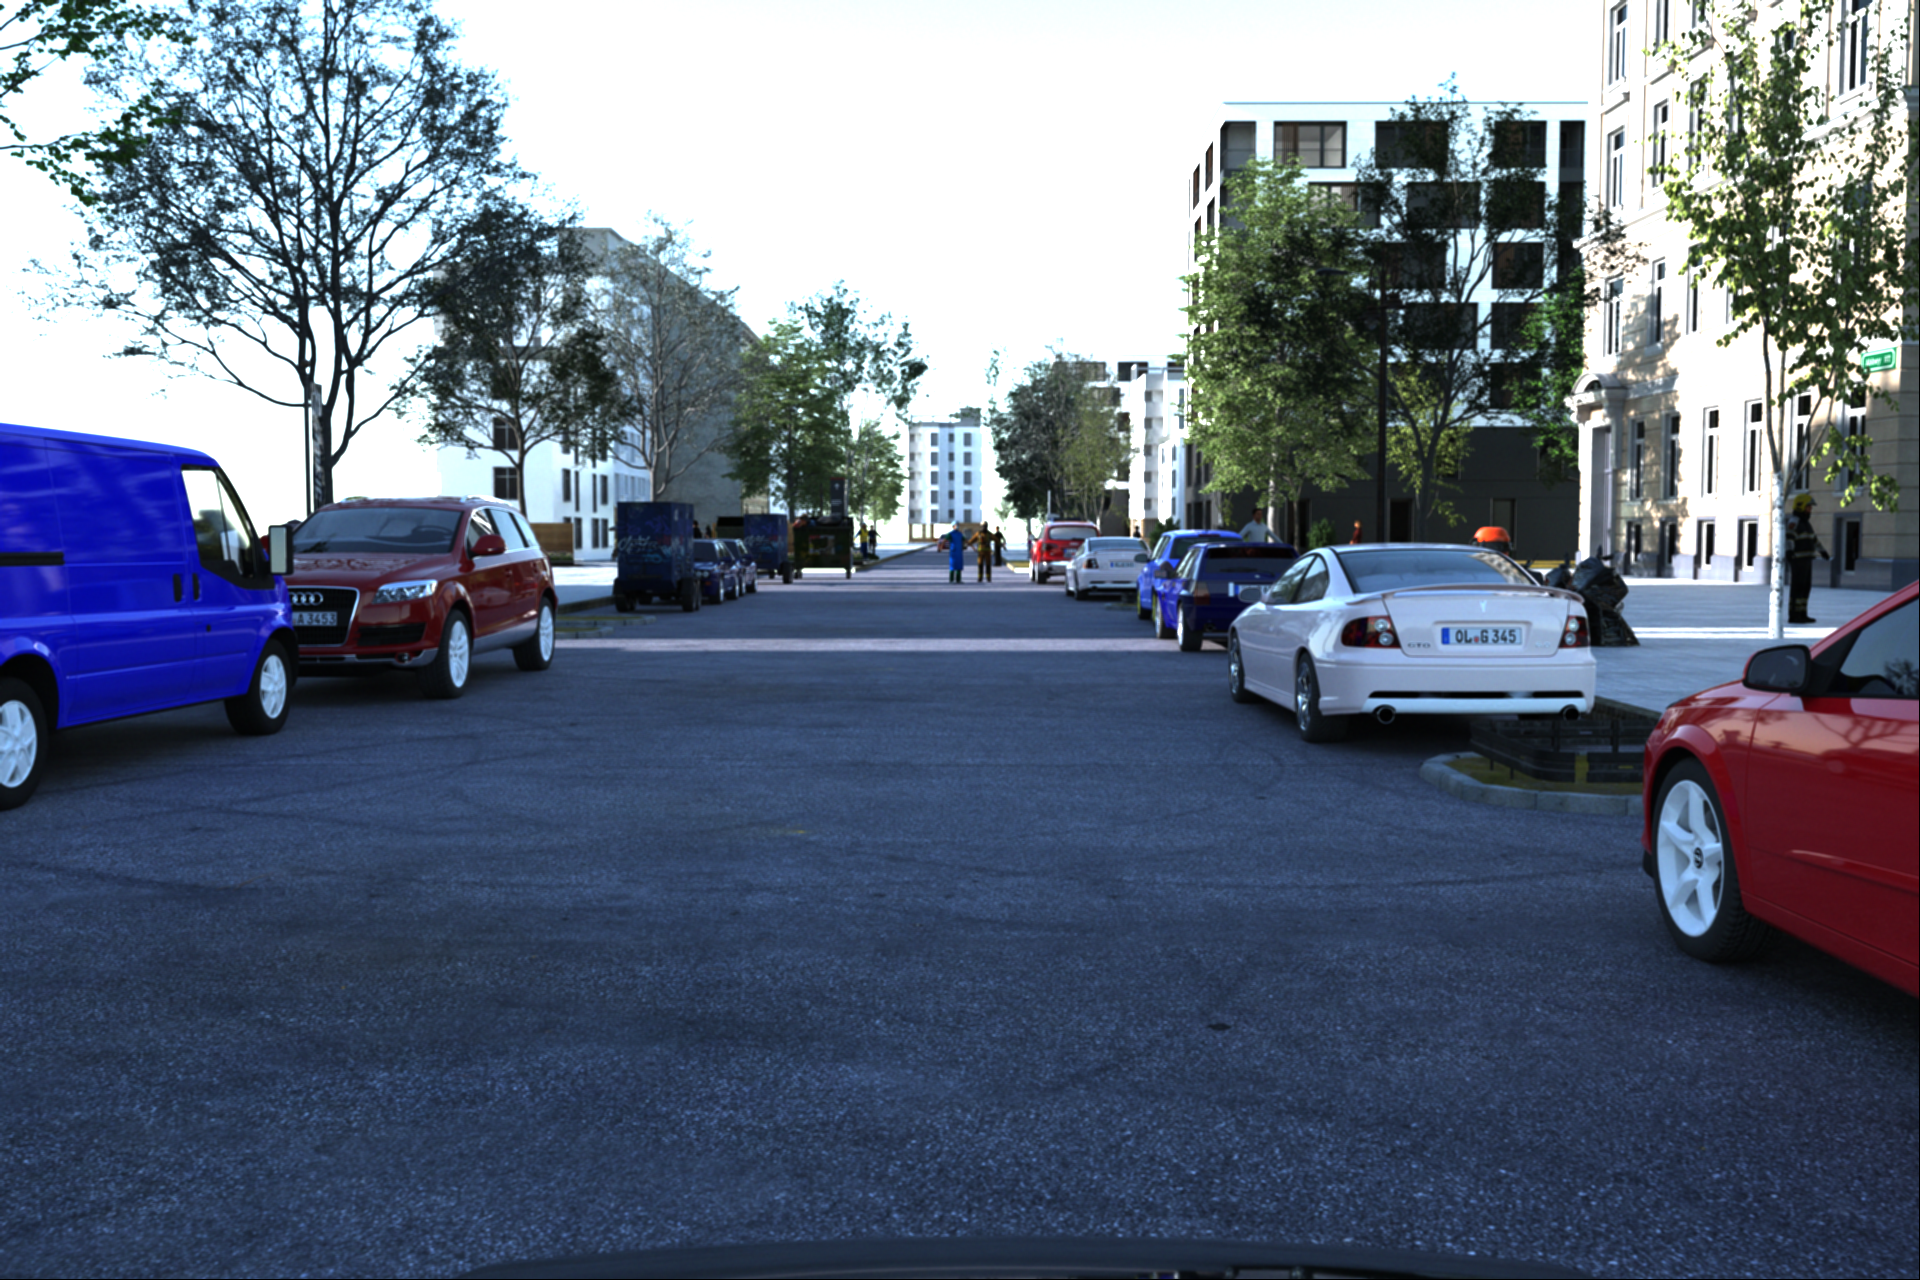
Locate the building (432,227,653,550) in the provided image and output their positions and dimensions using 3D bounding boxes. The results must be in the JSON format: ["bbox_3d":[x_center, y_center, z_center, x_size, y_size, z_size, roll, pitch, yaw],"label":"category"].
[{"bbox_3d":[-26.485,-15.390,108.039,16.016,20.090,11.380,0,4,0],"label":"building"}]

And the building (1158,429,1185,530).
[{"bbox_3d":[21.887,-12.012,138.537,9.099,9.664,28.070,0,4,0],"label":"building"}]

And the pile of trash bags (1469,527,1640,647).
[{"bbox_3d":[6.856,-0.696,21.132,1.912,1.369,3.447,0,4,1],"label":"pile of trash bags"}]

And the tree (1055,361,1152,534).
[{"bbox_3d":[5.941,-7.544,73.703,4.360,8.622,3.978,0,3,0],"label":"tree"}]

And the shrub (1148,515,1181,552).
[{"bbox_3d":[8.194,-3.934,68.357,1.661,2.075,1.752,0,3,0],"label":"shrub"}]

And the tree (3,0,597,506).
[{"bbox_3d":[-12.094,-7.502,33.027,12.009,13.543,11.850,0,3,0],"label":"tree"}]

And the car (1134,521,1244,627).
[{"bbox_3d":[3.822,-1.125,27.989,1.945,1.707,3.694,0,4,0],"label":"car"}]

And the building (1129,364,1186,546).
[{"bbox_3d":[24.126,-20.570,192.738,16.016,20.090,11.380,0,4,1],"label":"building"}]

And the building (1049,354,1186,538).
[{"bbox_3d":[24.802,-22.564,212.898,27.936,21.610,32.646,0,4,1],"label":"building"}]

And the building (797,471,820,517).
[{"bbox_3d":[-22.798,-17.523,228.652,9.099,9.664,28.070,0,4,1],"label":"building"}]

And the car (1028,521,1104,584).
[{"bbox_3d":[3.159,-2.578,50.818,2.281,1.827,5.304,0,4,0],"label":"car"}]

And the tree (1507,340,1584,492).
[{"bbox_3d":[28.953,-8.708,76.791,8.767,10.594,7.601,-1,4,-21],"label":"tree"}]

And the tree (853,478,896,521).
[{"bbox_3d":[-12.880,-20.007,261.531,7.601,10.594,8.767,1,4,9],"label":"tree"}]

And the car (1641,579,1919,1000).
[{"bbox_3d":[3.346,0.275,4.543,2.155,1.783,4.494,0,4,0],"label":"car"}]

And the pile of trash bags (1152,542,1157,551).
[{"bbox_3d":[7.385,-2.964,58.206,1.912,1.369,3.447,0,4,0],"label":"pile of trash bags"}]

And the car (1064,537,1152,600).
[{"bbox_3d":[3.394,-1.614,38.750,2.083,1.381,4.827,0,4,-1],"label":"car"}]

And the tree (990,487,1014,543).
[{"bbox_3d":[6.598,-18.708,256.236,4.737,8.622,4.395,0,3,0],"label":"tree"}]

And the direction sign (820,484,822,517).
[{"bbox_3d":[-6.261,-5.270,78.167,0.379,3.537,0.876,0,4,1],"label":"direction sign"}]

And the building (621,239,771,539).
[{"bbox_3d":[-25.098,-18.547,134.180,19.493,23.208,18.063,0,4,0],"label":"building"}]

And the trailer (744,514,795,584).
[{"bbox_3d":[-5.582,-2.585,49.316,1.471,1.999,3.904,0,4,0],"label":"trailer"}]

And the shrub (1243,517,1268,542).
[{"bbox_3d":[14.188,-4.736,81.477,1.661,2.075,1.752,0,3,0],"label":"shrub"}]

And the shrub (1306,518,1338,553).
[{"bbox_3d":[17.004,-4.713,81.097,1.661,2.075,1.752,0,3,0],"label":"shrub"}]

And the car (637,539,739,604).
[{"bbox_3d":[-5.703,-1.462,36.485,1.945,1.354,3.894,0,3,0],"label":"car"}]

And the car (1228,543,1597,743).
[{"bbox_3d":[3.267,-0.056,13.278,2.083,1.381,4.827,0,4,-1],"label":"car"}]

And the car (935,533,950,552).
[{"bbox_3d":[-0.899,-7.970,139.352,2.155,1.783,4.494,0,4,0],"label":"car"}]

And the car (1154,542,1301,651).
[{"bbox_3d":[3.545,-0.606,22.486,1.945,1.354,3.894,0,3,0],"label":"car"}]

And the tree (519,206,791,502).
[{"bbox_3d":[-11.303,-9.407,64.179,12.009,13.543,11.850,0,3,0],"label":"tree"}]

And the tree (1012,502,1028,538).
[{"bbox_3d":[9.988,-19.043,261.715,4.737,8.622,4.395,0,3,0],"label":"tree"}]

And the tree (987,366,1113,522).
[{"bbox_3d":[7.019,-13.706,130.749,9.857,13.997,8.962,0,3,0],"label":"tree"}]

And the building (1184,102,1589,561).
[{"bbox_3d":[26.480,-15.570,98.541,27.936,21.610,32.646,0,4,0],"label":"building"}]

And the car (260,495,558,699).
[{"bbox_3d":[-5.359,-0.494,16.744,2.281,1.827,5.304,0,4,0],"label":"car"}]

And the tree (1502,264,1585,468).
[{"bbox_3d":[24.470,-8.538,65.352,9.928,11.665,9.643,0,3,0],"label":"tree"}]

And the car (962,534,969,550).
[{"bbox_3d":[-0.192,-9.136,159.161,2.009,1.686,4.222,0,4,-1],"label":"car"}]

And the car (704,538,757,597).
[{"bbox_3d":[-5.818,-1.734,40.938,1.945,1.354,3.894,0,4,0],"label":"car"}]

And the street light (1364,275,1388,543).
[{"bbox_3d":[7.997,-3.541,30.433,1.470,5.913,1.316,0,3,0],"label":"street light"}]

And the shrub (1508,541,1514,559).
[{"bbox_3d":[23.244,-3.864,74.294,1.383,1.207,1.383,0,3,0],"label":"shrub"}]

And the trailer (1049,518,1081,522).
[{"bbox_3d":[3.709,-3.374,62.211,1.471,1.999,3.904,0,4,-1],"label":"trailer"}]

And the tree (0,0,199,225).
[{"bbox_3d":[-11.627,-5.588,17.125,9.928,11.665,9.643,0,3,0],"label":"tree"}]

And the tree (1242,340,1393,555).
[{"bbox_3d":[14.574,-8.526,73.818,8.767,10.594,7.601,2,4,30],"label":"tree"}]

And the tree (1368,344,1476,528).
[{"bbox_3d":[17.436,-7.020,65.141,4.737,8.622,4.395,0,3,0],"label":"tree"}]

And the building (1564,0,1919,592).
[{"bbox_3d":[26.749,-15.976,47.119,13.634,28.700,20.117,0,4,0],"label":"building"}]

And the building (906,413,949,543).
[{"bbox_3d":[-7.717,-24.662,262.099,11.380,20.090,16.016,0,4,-1],"label":"building"}]

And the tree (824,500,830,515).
[{"bbox_3d":[-21.010,-19.708,256.630,7.601,10.594,8.767,0,4,1],"label":"tree"}]

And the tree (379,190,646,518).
[{"bbox_3d":[-12.354,-6.933,47.761,7.601,10.594,8.767,-1,4,-21],"label":"tree"}]

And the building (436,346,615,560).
[{"bbox_3d":[-22.694,-9.134,91.484,9.099,9.664,28.070,0,3,0],"label":"building"}]

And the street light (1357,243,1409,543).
[{"bbox_3d":[6.761,-3.367,27.837,0.468,5.910,1.993,0,3,0],"label":"street light"}]

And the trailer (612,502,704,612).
[{"bbox_3d":[-5.590,-1.490,31.406,1.471,1.999,3.904,0,4,0],"label":"trailer"}]

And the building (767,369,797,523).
[{"bbox_3d":[-24.818,-20.899,198.119,16.016,20.090,11.380,0,4,-1],"label":"building"}]
